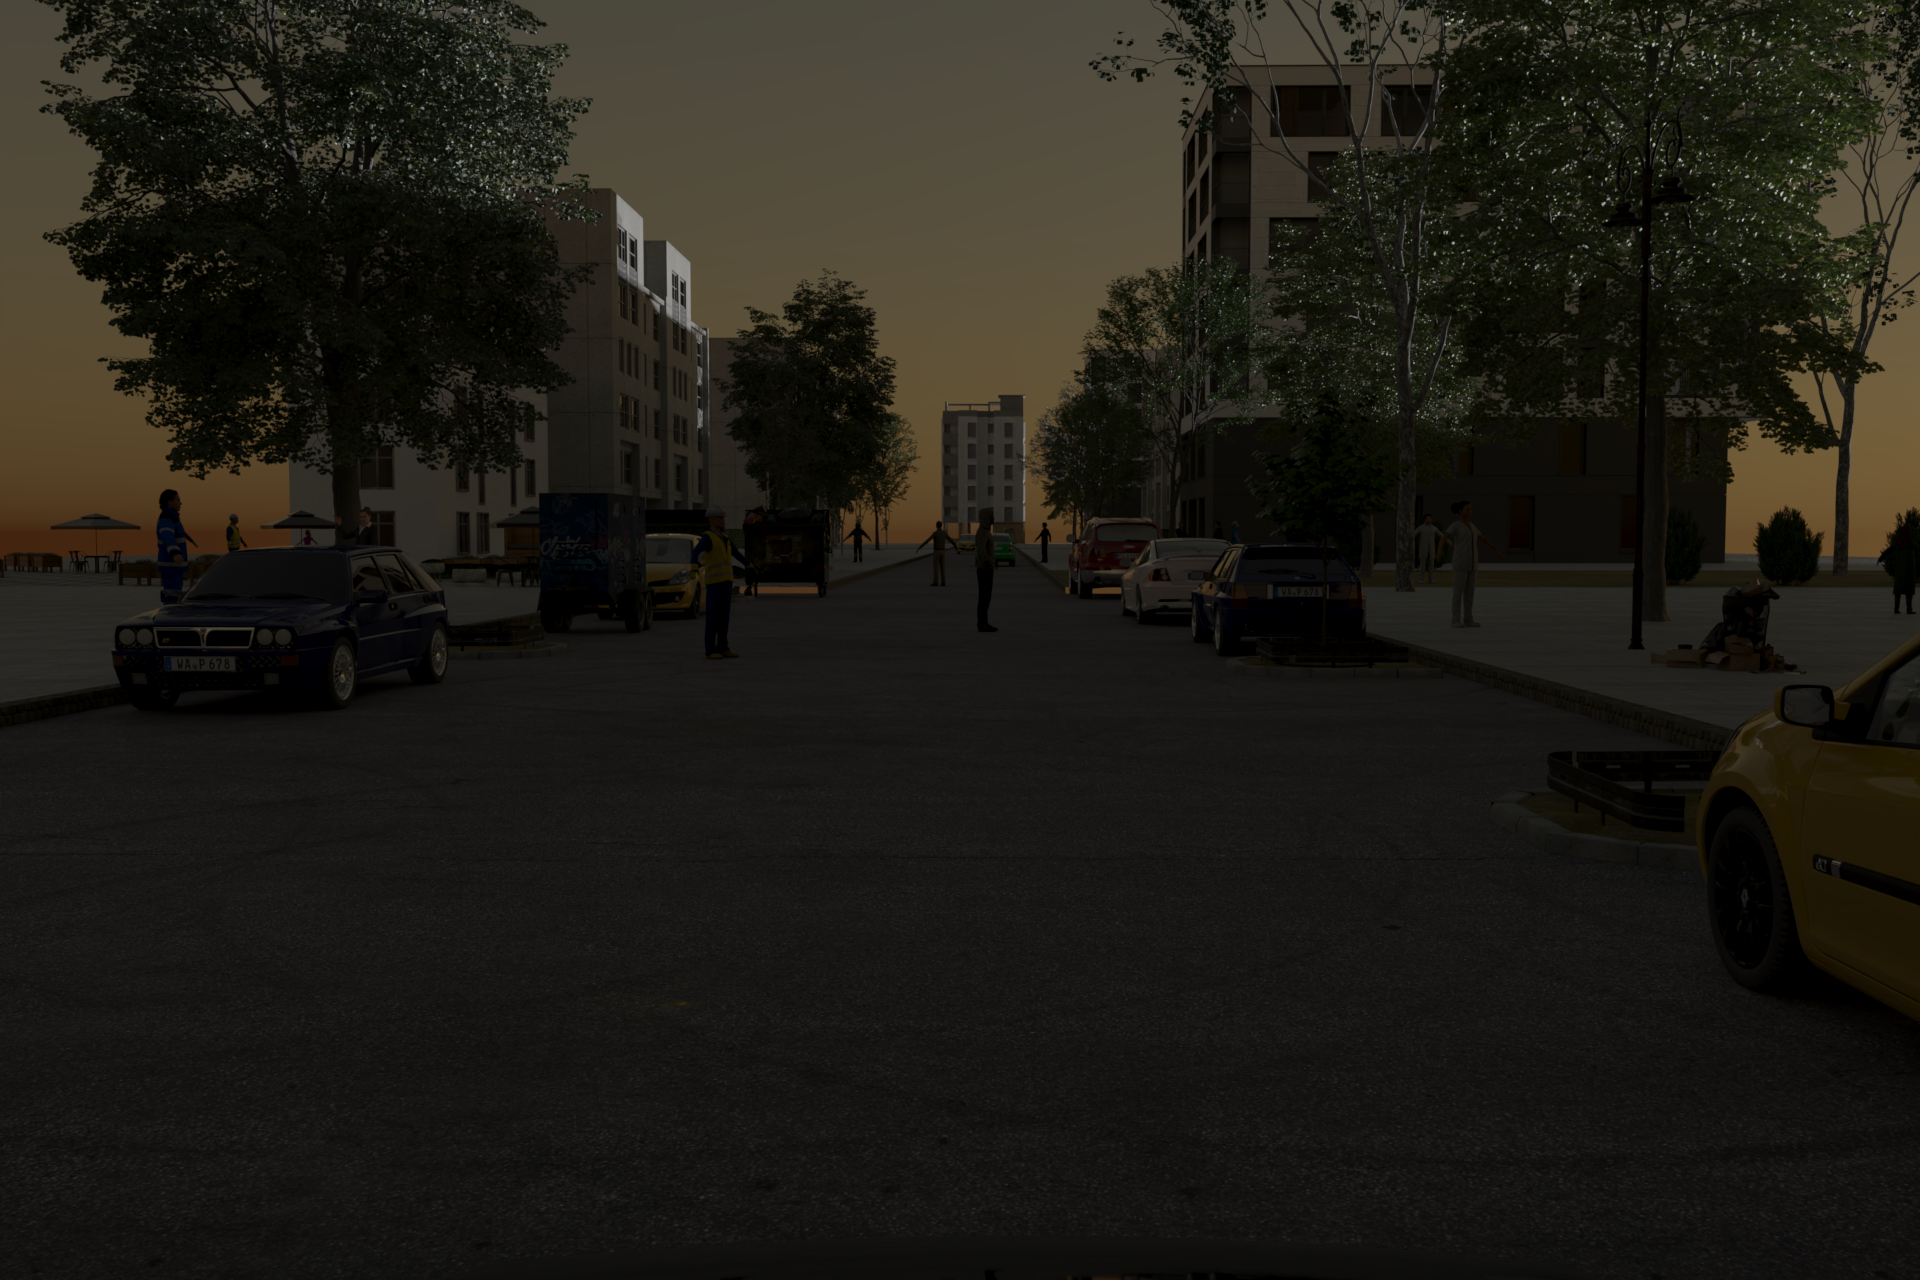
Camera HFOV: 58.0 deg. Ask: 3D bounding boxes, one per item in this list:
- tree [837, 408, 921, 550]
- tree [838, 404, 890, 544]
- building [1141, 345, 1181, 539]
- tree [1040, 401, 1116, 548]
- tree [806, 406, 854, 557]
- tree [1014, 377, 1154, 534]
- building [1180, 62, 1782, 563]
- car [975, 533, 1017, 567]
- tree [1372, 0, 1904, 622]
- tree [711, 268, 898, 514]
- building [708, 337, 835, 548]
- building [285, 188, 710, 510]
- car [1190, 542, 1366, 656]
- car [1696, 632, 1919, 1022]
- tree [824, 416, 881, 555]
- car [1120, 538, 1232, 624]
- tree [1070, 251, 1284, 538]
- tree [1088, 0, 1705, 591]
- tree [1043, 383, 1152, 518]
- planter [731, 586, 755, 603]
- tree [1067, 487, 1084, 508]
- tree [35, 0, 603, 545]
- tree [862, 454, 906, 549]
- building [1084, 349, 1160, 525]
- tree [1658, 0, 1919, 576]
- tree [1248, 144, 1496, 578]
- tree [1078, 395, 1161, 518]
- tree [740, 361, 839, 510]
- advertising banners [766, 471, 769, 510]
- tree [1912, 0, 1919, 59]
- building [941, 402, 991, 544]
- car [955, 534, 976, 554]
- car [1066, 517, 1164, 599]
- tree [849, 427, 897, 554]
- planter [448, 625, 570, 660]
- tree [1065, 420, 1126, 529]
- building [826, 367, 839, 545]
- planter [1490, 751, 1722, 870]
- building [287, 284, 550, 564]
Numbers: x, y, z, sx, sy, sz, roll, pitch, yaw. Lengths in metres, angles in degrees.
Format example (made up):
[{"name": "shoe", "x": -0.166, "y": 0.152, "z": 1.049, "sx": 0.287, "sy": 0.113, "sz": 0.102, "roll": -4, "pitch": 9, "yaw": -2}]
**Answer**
[{"name": "tree", "x": -6.633, "y": -12.851, "z": 135.864, "sx": 9.928, "sy": 11.665, "sz": 9.643, "roll": 0, "pitch": 3, "yaw": 0}, {"name": "tree", "x": -15.591, "y": -23.260, "z": 236.194, "sx": 12.611, "sy": 20.169, "sz": 13.585, "roll": 0, "pitch": 3, "yaw": 0}, {"name": "building", "x": 27.569, "y": -18.608, "z": 170.705, "sx": 16.747, "sy": 18.905, "sz": 31.486, "roll": 0, "pitch": 4, "yaw": 1}, {"name": "tree", "x": 10.118, "y": -14.042, "z": 147.713, "sx": 7.486, "sy": 12.596, "sz": 7.792, "roll": 0, "pitch": 3, "yaw": 0}, {"name": "tree", "x": -6.951, "y": -8.929, "z": 96.355, "sx": 4.360, "sy": 8.622, "sz": 3.978, "roll": 0, "pitch": 3, "yaw": 0}, {"name": "tree", "x": 9.229, "y": -13.518, "z": 131.381, "sx": 12.009, "sy": 13.543, "sz": 11.850, "roll": 0, "pitch": 3, "yaw": 0}, {"name": "building", "x": 25.431, "y": -15.161, "z": 91.862, "sx": 27.936, "sy": 21.610, "sz": 32.646, "roll": 0, "pitch": 4, "yaw": 1}, {"name": "car", "x": 1.573, "y": -4.198, "z": 77.439, "sx": 1.959, "sy": 1.807, "sz": 4.718, "roll": 0, "pitch": 4, "yaw": 1}, {"name": "tree", "x": 9.817, "y": -6.546, "z": 25.148, "sx": 7.486, "sy": 12.596, "sz": 7.792, "roll": 0, "pitch": 3, "yaw": 0}, {"name": "tree", "x": -7.396, "y": -10.898, "z": 84.837, "sx": 9.857, "sy": 13.997, "sz": 8.962, "roll": 0, "pitch": 3, "yaw": 0}, {"name": "building", "x": -22.551, "y": -18.675, "z": 171.795, "sx": 16.747, "sy": 18.905, "sz": 31.486, "roll": 0, "pitch": 4, "yaw": 2}, {"name": "building", "x": -25.994, "y": -14.572, "z": 104.707, "sx": 16.747, "sy": 18.905, "sz": 31.486, "roll": 0, "pitch": 4, "yaw": 1}, {"name": "car", "x": 3.908, "y": -0.556, "z": 21.676, "sx": 1.945, "sy": 1.354, "sz": 3.894, "roll": 0, "pitch": 4, "yaw": 1}, {"name": "car", "x": 3.263, "y": 0.366, "z": 4.242, "sx": 2.015, "sy": 1.641, "sz": 3.980, "roll": 0, "pitch": 4, "yaw": 2}, {"name": "tree", "x": -7.048, "y": -9.464, "z": 105.094, "sx": 4.737, "sy": 8.622, "sz": 4.395, "roll": 0, "pitch": 3, "yaw": 0}, {"name": "car", "x": 3.749, "y": -1.009, "z": 28.856, "sx": 2.083, "sy": 1.381, "sz": 4.827, "roll": 0, "pitch": 4, "yaw": 0}, {"name": "tree", "x": 7.961, "y": -8.411, "z": 63.278, "sx": 9.928, "sy": 11.665, "sz": 9.643, "roll": 0, "pitch": 3, "yaw": 0}, {"name": "tree", "x": 9.089, "y": -11.076, "z": 36.976, "sx": 12.611, "sy": 20.169, "sz": 13.585, "roll": 0, "pitch": 3, "yaw": 0}, {"name": "tree", "x": 9.429, "y": -11.779, "z": 118.337, "sx": 9.928, "sy": 11.665, "sz": 9.643, "roll": 0, "pitch": 3, "yaw": 0}, {"name": "planter", "x": -5.442, "y": -0.970, "z": 36.996, "sx": 1.991, "sy": 0.319, "sz": 1.994, "roll": 0, "pitch": 4, "yaw": 2}, {"name": "tree", "x": 17.383, "y": -18.803, "z": 233.185, "sx": 9.928, "sy": 11.665, "sz": 9.643, "roll": 0, "pitch": 3, "yaw": 0}, {"name": "tree", "x": -11.092, "y": -7.592, "z": 30.786, "sx": 9.857, "sy": 13.997, "sz": 8.962, "roll": 0, "pitch": 3, "yaw": 0}, {"name": "tree", "x": -6.379, "y": -11.901, "z": 144.938, "sx": 4.737, "sy": 8.622, "sz": 4.395, "roll": 0, "pitch": 3, "yaw": 0}, {"name": "building", "x": 28.709, "y": -22.250, "z": 207.768, "sx": 27.936, "sy": 21.610, "sz": 32.646, "roll": 0, "pitch": 4, "yaw": 1}, {"name": "tree", "x": 27.743, "y": -12.130, "z": 54.214, "sx": 12.611, "sy": 20.169, "sz": 13.585, "roll": 0, "pitch": 3, "yaw": 0}, {"name": "tree", "x": 12.225, "y": -8.140, "z": 51.215, "sx": 7.486, "sy": 12.596, "sz": 7.792, "roll": 0, "pitch": 3, "yaw": 0}, {"name": "tree", "x": 8.024, "y": -8.525, "z": 89.740, "sx": 4.737, "sy": 8.622, "sz": 4.395, "roll": 0, "pitch": 3, "yaw": 0}, {"name": "tree", "x": -7.482, "y": -7.513, "z": 73.198, "sx": 4.360, "sy": 8.622, "sz": 3.978, "roll": 0, "pitch": 3, "yaw": 0}, {"name": "advertising banners", "x": -5.402, "y": -3.155, "z": 47.771, "sx": 0.090, "sy": 3.025, "sz": 2.074, "roll": 0, "pitch": 4, "yaw": 2}, {"name": "tree", "x": 9.475, "y": -6.273, "z": 9.216, "sx": 9.857, "sy": 13.997, "sz": 8.962, "roll": 0, "pitch": 3, "yaw": 0}, {"name": "building", "x": -2.177, "y": -23.248, "z": 238.974, "sx": 11.380, "sy": 20.090, "sz": 16.016, "roll": 0, "pitch": 4, "yaw": -2}, {"name": "car", "x": 0.637, "y": -6.984, "z": 124.410, "sx": 2.015, "sy": 1.641, "sz": 3.980, "roll": 0, "pitch": 4, "yaw": 1}, {"name": "car", "x": 3.630, "y": -1.911, "z": 39.910, "sx": 2.281, "sy": 1.827, "sz": 5.304, "roll": 0, "pitch": 4, "yaw": 0}, {"name": "tree", "x": -6.808, "y": -9.966, "z": 113.312, "sx": 4.360, "sy": 8.622, "sz": 3.978, "roll": 0, "pitch": 3, "yaw": 0}, {"name": "planter", "x": -5.780, "y": 0.025, "z": 20.730, "sx": 1.991, "sy": 0.319, "sz": 1.994, "roll": 0, "pitch": 4, "yaw": 1}, {"name": "tree", "x": 8.156, "y": -9.691, "z": 108.813, "sx": 4.360, "sy": 8.622, "sz": 3.978, "roll": 0, "pitch": 3, "yaw": 0}, {"name": "building", "x": -19.795, "y": -20.721, "z": 195.213, "sx": 16.016, "sy": 20.090, "sz": 11.380, "roll": 0, "pitch": 4, "yaw": 1}, {"name": "planter", "x": 3.644, "y": 0.787, "z": 8.279, "sx": 1.991, "sy": 0.319, "sz": 1.994, "roll": 0, "pitch": 4, "yaw": 1}, {"name": "building", "x": -21.651, "y": -7.971, "z": 72.481, "sx": 9.099, "sy": 9.664, "sz": 28.070, "roll": 0, "pitch": 4, "yaw": 2}]
